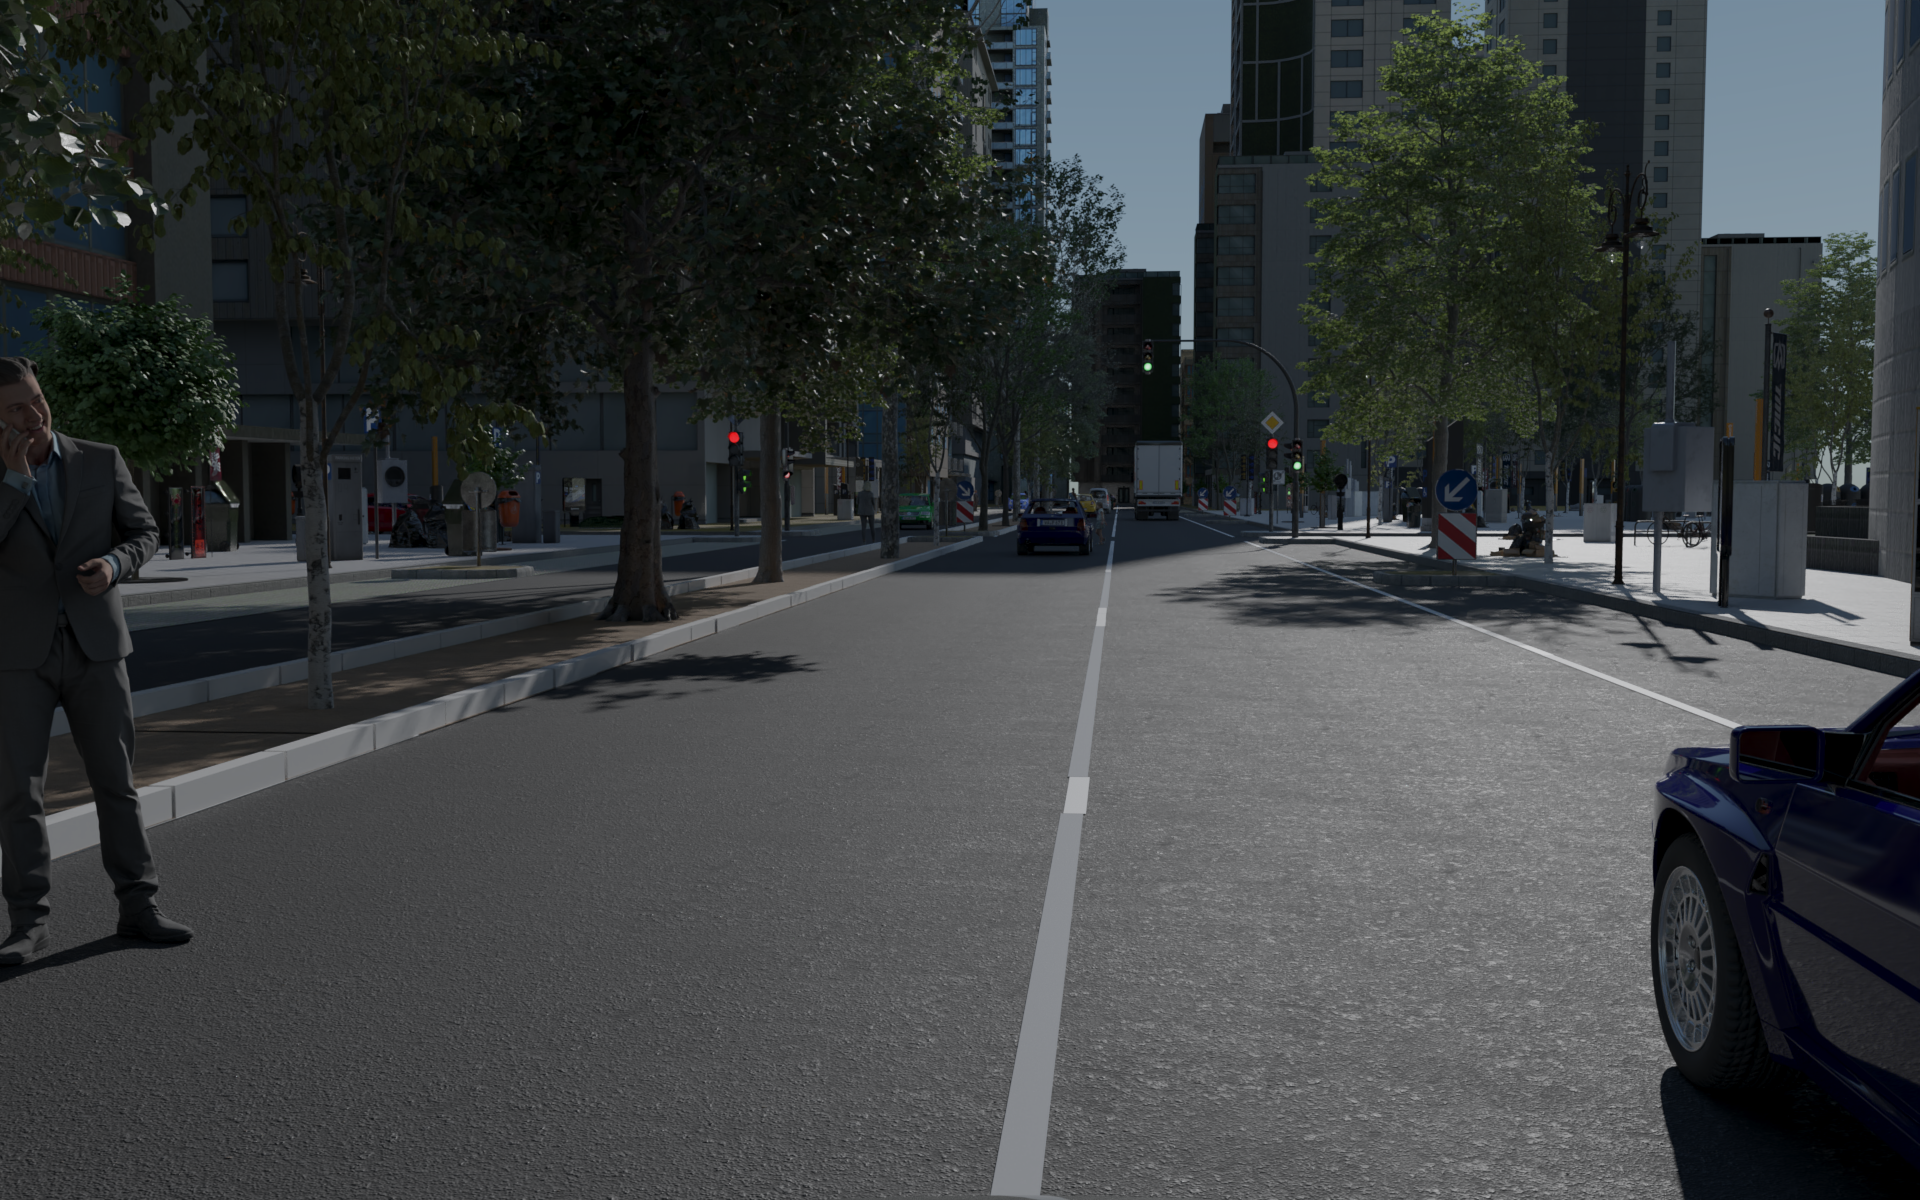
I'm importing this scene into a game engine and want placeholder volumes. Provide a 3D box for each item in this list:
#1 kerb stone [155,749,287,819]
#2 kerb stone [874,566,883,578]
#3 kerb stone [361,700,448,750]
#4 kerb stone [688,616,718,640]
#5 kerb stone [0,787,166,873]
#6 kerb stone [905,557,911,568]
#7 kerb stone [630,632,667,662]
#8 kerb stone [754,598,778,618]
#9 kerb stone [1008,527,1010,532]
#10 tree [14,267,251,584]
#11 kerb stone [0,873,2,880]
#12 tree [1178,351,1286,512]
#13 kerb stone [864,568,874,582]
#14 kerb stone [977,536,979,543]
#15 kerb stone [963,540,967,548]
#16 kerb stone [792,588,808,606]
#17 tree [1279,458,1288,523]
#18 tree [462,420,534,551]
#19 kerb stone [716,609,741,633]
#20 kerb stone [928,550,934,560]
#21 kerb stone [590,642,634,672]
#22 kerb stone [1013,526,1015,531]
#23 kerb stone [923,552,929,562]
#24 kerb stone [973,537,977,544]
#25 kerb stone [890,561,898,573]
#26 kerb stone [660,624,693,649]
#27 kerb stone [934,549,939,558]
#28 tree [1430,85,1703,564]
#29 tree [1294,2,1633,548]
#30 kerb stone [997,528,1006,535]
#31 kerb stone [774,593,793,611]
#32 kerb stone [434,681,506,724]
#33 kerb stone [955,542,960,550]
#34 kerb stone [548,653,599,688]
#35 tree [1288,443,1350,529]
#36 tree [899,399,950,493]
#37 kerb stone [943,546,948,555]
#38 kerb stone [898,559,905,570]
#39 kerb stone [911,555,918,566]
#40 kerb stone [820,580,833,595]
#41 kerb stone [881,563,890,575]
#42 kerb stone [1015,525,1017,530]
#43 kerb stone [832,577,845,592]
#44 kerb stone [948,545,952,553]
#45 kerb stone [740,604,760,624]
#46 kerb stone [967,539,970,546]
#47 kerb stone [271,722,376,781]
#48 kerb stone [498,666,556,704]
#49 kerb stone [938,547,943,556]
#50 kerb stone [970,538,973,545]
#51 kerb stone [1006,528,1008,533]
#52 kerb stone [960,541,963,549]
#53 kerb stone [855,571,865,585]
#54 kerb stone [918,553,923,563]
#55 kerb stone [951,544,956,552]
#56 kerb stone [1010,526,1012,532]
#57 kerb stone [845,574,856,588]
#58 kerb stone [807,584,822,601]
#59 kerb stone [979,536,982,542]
[{"bbox_3d":[-3.466,0.861,8.124,0.120,0.150,1.000,0,4,5],"label":"kerb stone"},{"bbox_3d":[-1.494,-0.447,29.597,0.120,0.150,1.000,0,4,5],"label":"kerb stone"},{"bbox_3d":[-3.278,0.735,10.180,0.120,0.150,1.000,0,4,5],"label":"kerb stone"},{"bbox_3d":[-2.623,0.297,17.348,0.120,0.150,1.000,0,4,5],"label":"kerb stone"},{"bbox_3d":[-3.564,0.925,7.107,0.120,0.150,1.000,0,4,5],"label":"kerb stone"},{"bbox_3d":[-1.113,-0.699,33.686,0.120,0.150,1.000,0,4,5],"label":"kerb stone"},{"bbox_3d":[-2.800,0.424,15.302,0.120,0.150,1.000,0,4,5],"label":"kerb stone"},{"bbox_3d":[-2.339,0.109,20.416,0.120,0.150,1.000,0,4,5],"label":"kerb stone"},{"bbox_3d":[1.652,-2.544,63.792,0.120,0.150,1.000,0,4,5],"label":"kerb stone"},{"bbox_3d":[-12.163,-2.548,25.376,4.285,4.588,4.351,0,3,0],"label":"tree"},{"bbox_3d":[-3.657,0.985,6.089,0.120,0.150,1.000,0,4,5],"label":"kerb stone"},{"bbox_3d":[19.577,-12.176,124.839,9.928,11.665,9.643,0,3,0],"label":"tree"},{"bbox_3d":[-1.588,-0.390,28.576,0.120,0.150,1.000,0,4,5],"label":"kerb stone"},{"bbox_3d":[0.385,-1.700,50.020,0.120,0.150,1.000,0,4,5],"label":"kerb stone"},{"bbox_3d":[0.015,-1.452,45.941,0.120,0.150,1.000,0,4,5],"label":"kerb stone"},{"bbox_3d":[-2.148,-0.014,22.453,0.120,0.150,1.000,0,4,5],"label":"kerb stone"},{"bbox_3d":[15.189,-5.114,78.212,1.663,3.219,1.824,0,3,0],"label":"tree"},{"bbox_3d":[-10.698,-2.724,39.141,1.663,3.219,1.824,0,3,0],"label":"tree"},{"bbox_3d":[-2.515,0.234,18.364,0.120,0.150,1.000,0,4,5],"label":"kerb stone"},{"bbox_3d":[-0.739,-0.947,37.765,0.120,0.150,1.000,0,4,5],"label":"kerb stone"},{"bbox_3d":[-2.911,0.485,14.274,0.120,0.150,1.000,0,4,5],"label":"kerb stone"},{"bbox_3d":[1.942,-2.729,66.861,0.120,0.150,1.000,0,4,5],"label":"kerb stone"},{"bbox_3d":[-0.831,-0.890,36.746,0.120,0.150,1.000,0,4,5],"label":"kerb stone"},{"bbox_3d":[0.297,-1.633,49.002,0.120,0.150,1.000,0,4,5],"label":"kerb stone"},{"bbox_3d":[-1.306,-0.577,31.637,0.120,0.150,1.000,0,4,5],"label":"kerb stone"},{"bbox_3d":[-2.720,0.359,16.329,0.120,0.150,1.000,0,4,5],"label":"kerb stone"},{"bbox_3d":[-0.645,-1.015,38.796,0.120,0.150,1.000,0,4,5],"label":"kerb stone"},{"bbox_3d":[10.906,-4.965,31.535,4.737,8.622,4.395,0,3,0],"label":"tree"},{"bbox_3d":[11.761,-7.493,40.631,7.486,12.596,7.792,0,3,0],"label":"tree"},{"bbox_3d":[1.470,-2.419,61.748,0.120,0.150,1.000,0,4,5],"label":"kerb stone"},{"bbox_3d":[-2.250,0.046,21.436,0.120,0.150,1.000,0,4,5],"label":"kerb stone"},{"bbox_3d":[-3.190,0.672,11.206,0.120,0.150,1.000,0,4,5],"label":"kerb stone"},{"bbox_3d":[-0.174,-1.327,43.905,0.120,0.150,1.000,0,4,5],"label":"kerb stone"},{"bbox_3d":[-2.991,0.547,13.255,0.120,0.150,1.000,0,4,5],"label":"kerb stone"},{"bbox_3d":[13.502,-4.279,64.564,1.663,3.219,1.824,0,3,0],"label":"tree"},{"bbox_3d":[-2.797,-10.860,127.931,4.737,8.622,4.395,0,3,0],"label":"tree"},{"bbox_3d":[-0.446,-1.140,40.830,0.120,0.150,1.000,0,4,5],"label":"kerb stone"},{"bbox_3d":[-1.209,-0.635,32.657,0.120,0.150,1.000,0,4,5],"label":"kerb stone"},{"bbox_3d":[-1.016,-0.761,34.703,0.120,0.150,1.000,0,4,5],"label":"kerb stone"},{"bbox_3d":[-1.973,-0.140,24.491,0.120,0.150,1.000,0,4,5],"label":"kerb stone"},{"bbox_3d":[-1.400,-0.515,30.614,0.120,0.150,1.000,0,4,5],"label":"kerb stone"},{"bbox_3d":[2.034,-2.794,67.879,0.120,0.150,1.000,0,4,5],"label":"kerb stone"},{"bbox_3d":[-1.874,-0.203,25.512,0.120,0.150,1.000,0,4,5],"label":"kerb stone"},{"bbox_3d":[-0.369,-1.202,41.856,0.120,0.150,1.000,0,4,5],"label":"kerb stone"},{"bbox_3d":[-2.431,0.179,19.388,0.120,0.150,1.000,0,4,5],"label":"kerb stone"},{"bbox_3d":[0.109,-1.515,46.967,0.120,0.150,1.000,0,4,5],"label":"kerb stone"},{"bbox_3d":[-3.374,0.798,9.156,0.120,0.150,1.000,0,4,5],"label":"kerb stone"},{"bbox_3d":[-3.096,0.612,12.236,0.120,0.150,1.000,0,4,5],"label":"kerb stone"},{"bbox_3d":[-0.552,-1.078,39.814,0.120,0.150,1.000,0,4,5],"label":"kerb stone"},{"bbox_3d":[0.198,-1.574,47.985,0.120,0.150,1.000,0,4,5],"label":"kerb stone"},{"bbox_3d":[1.571,-2.474,62.773,0.120,0.150,1.000,0,4,5],"label":"kerb stone"},{"bbox_3d":[-0.081,-1.390,44.923,0.120,0.150,1.000,0,4,5],"label":"kerb stone"},{"bbox_3d":[-1.678,-0.328,27.555,0.120,0.150,1.000,0,4,5],"label":"kerb stone"},{"bbox_3d":[-0.930,-0.827,35.723,0.120,0.150,1.000,0,4,5],"label":"kerb stone"},{"bbox_3d":[-0.273,-1.260,42.886,0.120,0.150,1.000,0,4,5],"label":"kerb stone"},{"bbox_3d":[1.749,-2.606,64.810,0.120,0.150,1.000,0,4,5],"label":"kerb stone"},{"bbox_3d":[-1.773,-0.266,26.537,0.120,0.150,1.000,0,4,5],"label":"kerb stone"},{"bbox_3d":[-2.051,-0.078,23.471,0.120,0.150,1.000,0,4,5],"label":"kerb stone"},{"bbox_3d":[0.484,-1.754,51.038,0.120,0.150,1.000,0,4,5],"label":"kerb stone"}]
